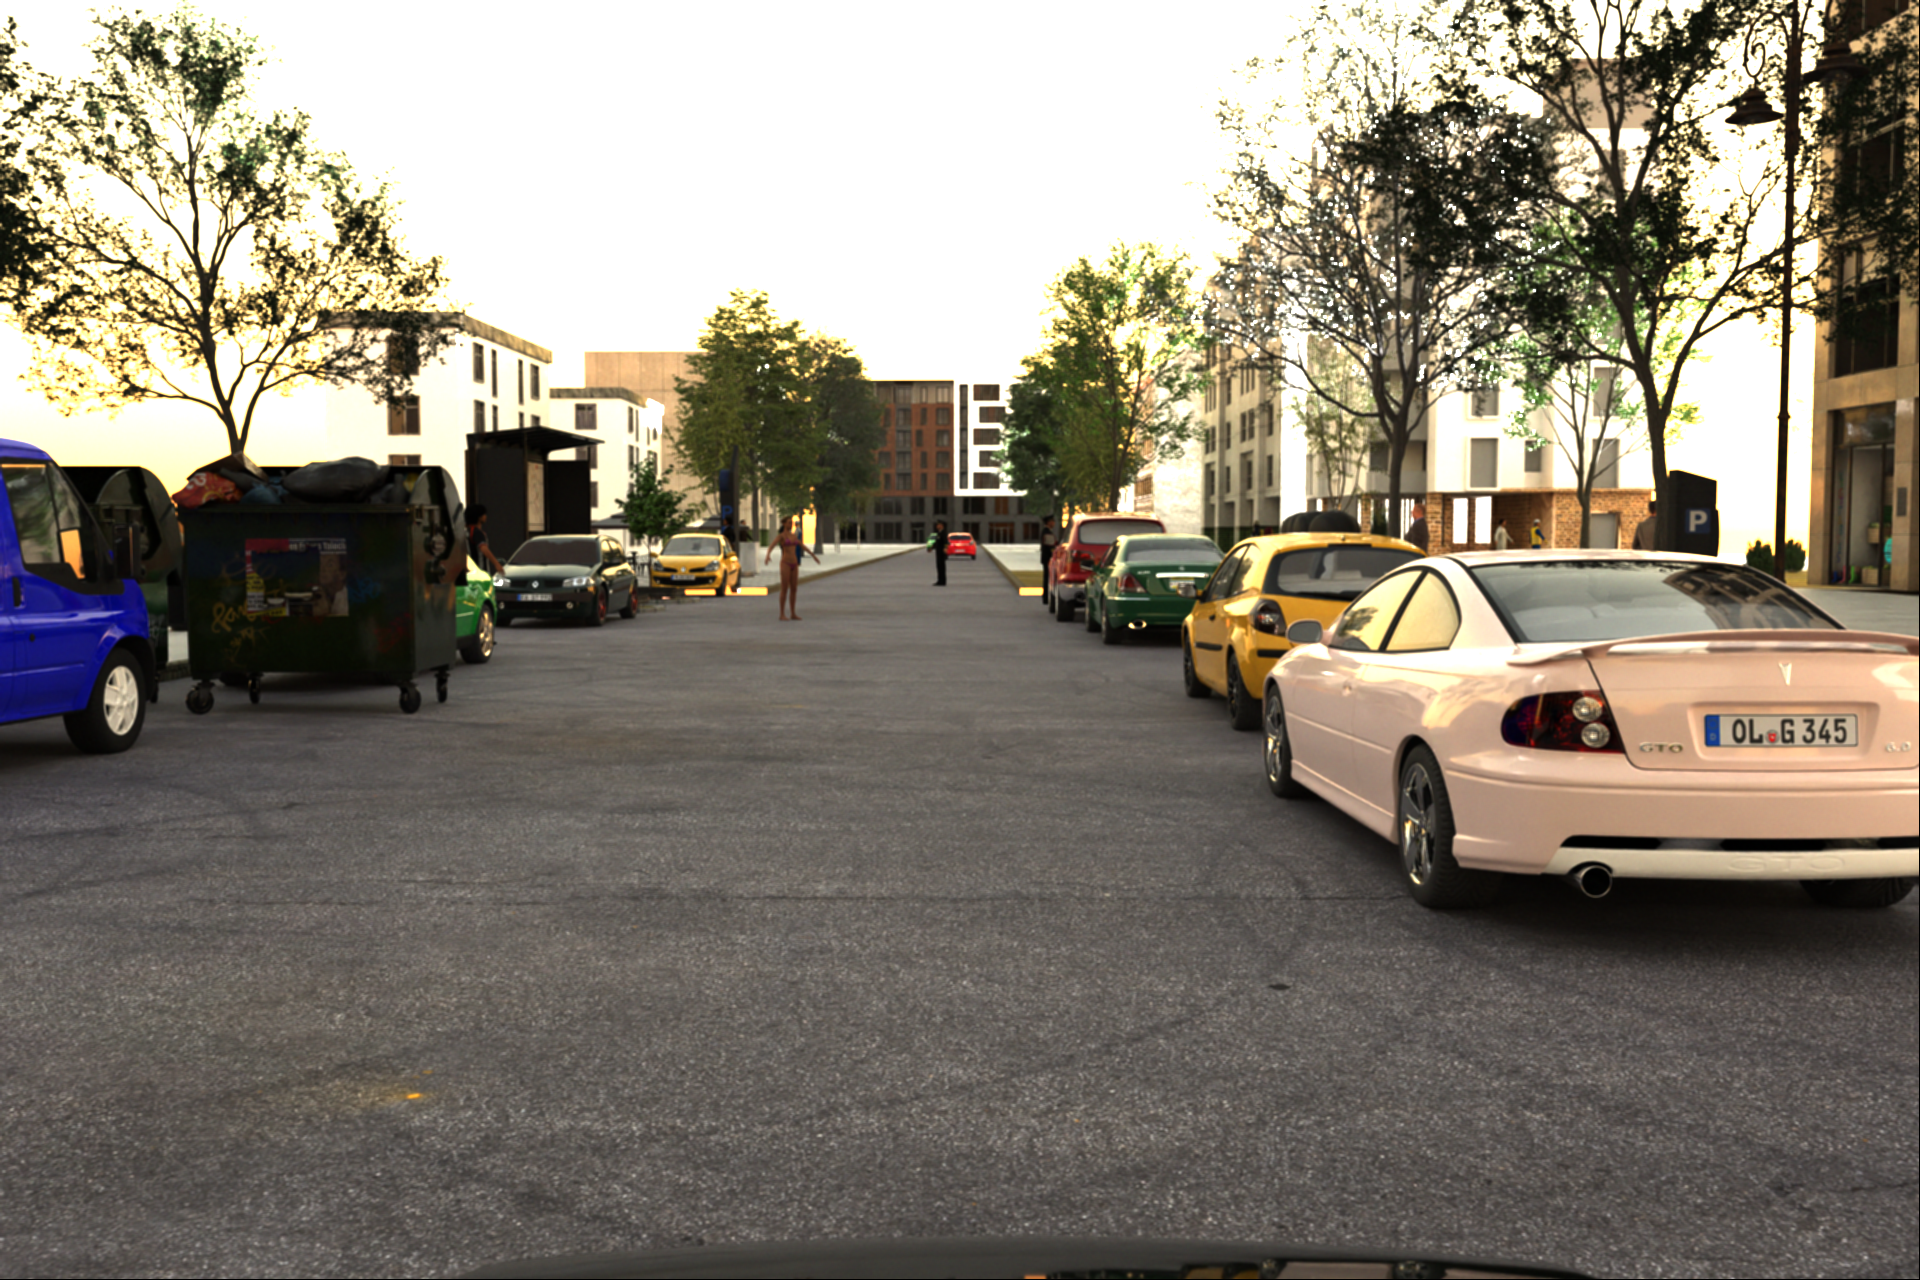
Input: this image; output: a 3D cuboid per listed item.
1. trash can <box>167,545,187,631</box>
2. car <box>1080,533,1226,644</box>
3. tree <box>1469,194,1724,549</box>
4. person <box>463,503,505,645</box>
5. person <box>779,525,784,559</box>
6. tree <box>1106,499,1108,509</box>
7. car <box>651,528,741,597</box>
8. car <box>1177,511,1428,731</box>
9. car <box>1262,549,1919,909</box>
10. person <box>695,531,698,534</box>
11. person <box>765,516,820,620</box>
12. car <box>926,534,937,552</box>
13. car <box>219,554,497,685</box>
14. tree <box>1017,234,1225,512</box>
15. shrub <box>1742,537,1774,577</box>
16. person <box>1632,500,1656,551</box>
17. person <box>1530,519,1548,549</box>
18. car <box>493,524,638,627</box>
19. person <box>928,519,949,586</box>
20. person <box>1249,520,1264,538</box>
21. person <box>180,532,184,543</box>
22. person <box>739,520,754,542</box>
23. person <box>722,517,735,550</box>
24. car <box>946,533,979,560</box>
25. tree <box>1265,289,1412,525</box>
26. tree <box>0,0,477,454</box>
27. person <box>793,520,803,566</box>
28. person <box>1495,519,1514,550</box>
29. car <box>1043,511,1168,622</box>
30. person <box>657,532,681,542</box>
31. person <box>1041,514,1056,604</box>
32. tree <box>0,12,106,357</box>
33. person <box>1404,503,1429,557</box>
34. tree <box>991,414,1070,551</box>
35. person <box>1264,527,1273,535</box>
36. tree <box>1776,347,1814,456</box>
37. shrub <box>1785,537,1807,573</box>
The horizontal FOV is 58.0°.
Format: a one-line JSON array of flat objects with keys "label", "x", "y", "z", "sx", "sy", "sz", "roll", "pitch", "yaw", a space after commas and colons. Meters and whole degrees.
[{"label": "trash can", "x": -10.272, "y": -0.698, "z": 23.059, "sx": 0.748, "sy": 1.137, "sz": 0.748, "roll": 0, "pitch": 3, "yaw": 0}, {"label": "car", "x": 2.762, "y": -0.742, "z": 23.937, "sx": 2.131, "sy": 1.459, "sz": 4.920, "roll": 0, "pitch": 4, "yaw": 0}, {"label": "tree", "x": 19.174, "y": -7.774, "z": 52.858, "sx": 9.928, "sy": 11.665, "sz": 9.643, "roll": 0, "pitch": 3, "yaw": 0}, {"label": "person", "x": -6.195, "y": -0.840, "z": 22.337, "sx": 0.704, "sy": 1.843, "sz": 1.345, "roll": -2, "pitch": 4, "yaw": -34}, {"label": "person", "x": -5.658, "y": -3.060, "z": 56.254, "sx": 0.704, "sy": 1.802, "sz": 1.346, "roll": 1, "pitch": 4, "yaw": 10}, {"label": "tree", "x": 21.366, "y": -17.188, "z": 231.385, "sx": 4.360, "sy": 8.622, "sz": 3.978, "roll": 0, "pitch": 3, "yaw": 0}, {"label": "car", "x": -6.224, "y": -1.875, "z": 40.878, "sx": 2.015, "sy": 1.641, "sz": 3.980, "roll": 0, "pitch": 3, "yaw": 0}, {"label": "car", "x": 2.832, "y": -0.234, "z": 14.050, "sx": 2.015, "sy": 1.641, "sz": 3.980, "roll": 0, "pitch": 4, "yaw": 0}, {"label": "car", "x": 2.654, "y": 0.266, "z": 8.013, "sx": 2.083, "sy": 1.381, "sz": 4.827, "roll": 0, "pitch": 4, "yaw": -1}, {"label": "person", "x": -12.152, "y": -4.309, "z": 79.721, "sx": 0.991, "sy": 1.433, "sz": 0.599, "roll": 0, "pitch": 4, "yaw": 5}, {"label": "person", "x": -2.801, "y": -1.198, "z": 28.848, "sx": 0.721, "sy": 1.733, "sz": 1.217, "roll": 3, "pitch": 5, "yaw": 41}, {"label": "car", "x": -1.748, "y": -8.030, "z": 140.089, "sx": 1.959, "sy": 1.807, "sz": 4.718, "roll": 0, "pitch": 4, "yaw": 0}, {"label": "car", "x": -6.144, "y": -0.554, "z": 17.859, "sx": 1.959, "sy": 1.807, "sz": 4.718, "roll": 0, "pitch": 4, "yaw": 0}, {"label": "tree", "x": 5.465, "y": -8.225, "z": 60.231, "sx": 9.928, "sy": 11.665, "sz": 9.643, "roll": 0, "pitch": 3, "yaw": 0}, {"label": "shrub", "x": 20.873, "y": -2.086, "z": 45.229, "sx": 1.383, "sy": 1.207, "sz": 1.383, "roll": 0, "pitch": 3, "yaw": 0}, {"label": "person", "x": 9.827, "y": -1.075, "z": 24.154, "sx": 0.750, "sy": 1.759, "sz": 0.617, "roll": 0, "pitch": 4, "yaw": -4}, {"label": "person", "x": 21.474, "y": -3.576, "z": 64.439, "sx": 0.705, "sy": 1.833, "sz": 1.349, "roll": 0, "pitch": 4, "yaw": -7}, {"label": "car", "x": -6.384, "y": -1.119, "z": 28.075, "sx": 2.009, "sy": 1.686, "sz": 4.222, "roll": 0, "pitch": 4, "yaw": 0}, {"label": "person", "x": -0.555, "y": -2.431, "z": 48.132, "sx": 0.705, "sy": 1.837, "sz": 1.347, "roll": -1, "pitch": 4, "yaw": -20}, {"label": "person", "x": 12.435, "y": -4.092, "z": 72.686, "sx": 0.705, "sy": 1.856, "sz": 1.354, "roll": 3, "pitch": 5, "yaw": 42}, {"label": "person", "x": -14.502, "y": -1.547, "z": 31.377, "sx": 1.344, "sy": 1.819, "sz": 0.704, "roll": -1, "pitch": 4, "yaw": -12}, {"label": "person", "x": -8.113, "y": -3.595, "z": 64.919, "sx": 0.704, "sy": 1.812, "sz": 1.346, "roll": 2, "pitch": 4, "yaw": 24}, {"label": "person", "x": -6.292, "y": -2.426, "z": 46.387, "sx": 0.721, "sy": 1.740, "sz": 1.216, "roll": 1, "pitch": 4, "yaw": 15}, {"label": "car", "x": -0.014, "y": -5.424, "z": 97.719, "sx": 2.155, "sy": 1.783, "sz": 4.494, "roll": 0, "pitch": 4, "yaw": 0}, {"label": "tree", "x": 10.649, "y": -6.017, "z": 48.739, "sx": 4.360, "sy": 8.622, "sz": 3.978, "roll": 0, "pitch": 3, "yaw": 0}, {"label": "tree", "x": -12.288, "y": -5.815, "z": 29.488, "sx": 7.601, "sy": 10.594, "sz": 8.767, "roll": 3, "pitch": 5, "yaw": 43}, {"label": "person", "x": -6.540, "y": -3.877, "z": 69.246, "sx": 0.705, "sy": 1.847, "sz": 1.347, "roll": 1, "pitch": 4, "yaw": 19}, {"label": "person", "x": 19.149, "y": -3.360, "z": 61.118, "sx": 0.705, "sy": 1.806, "sz": 1.347, "roll": 3, "pitch": 5, "yaw": 43}, {"label": "car", "x": 2.597, "y": -1.295, "z": 29.844, "sx": 2.281, "sy": 1.827, "sz": 5.304, "roll": 0, "pitch": 4, "yaw": 1}, {"label": "person", "x": -12.690, "y": -4.287, "z": 76.218, "sx": 1.348, "sy": 1.813, "sz": 0.705, "roll": -2, "pitch": 4, "yaw": -35}, {"label": "person", "x": 1.837, "y": -1.651, "z": 35.389, "sx": 0.705, "sy": 1.837, "sz": 1.347, "roll": 0, "pitch": 4, "yaw": -3}, {"label": "tree", "x": -12.477, "y": -5.076, "z": 17.413, "sx": 7.601, "sy": 10.594, "sz": 8.767, "roll": 0, "pitch": 3, "yaw": 0}, {"label": "person", "x": 7.073, "y": -1.246, "z": 26.967, "sx": 0.434, "sy": 1.755, "sz": 0.990, "roll": 1, "pitch": 4, "yaw": 23}, {"label": "tree", "x": 6.325, "y": -12.421, "z": 128.847, "sx": 9.928, "sy": 11.665, "sz": 9.643, "roll": 0, "pitch": 3, "yaw": 0}, {"label": "person", "x": 6.674, "y": -1.705, "z": 37.089, "sx": 0.599, "sy": 1.438, "sz": 0.989, "roll": 1, "pitch": 4, "yaw": 14}, {"label": "tree", "x": 28.833, "y": -6.414, "z": 55.238, "sx": 4.360, "sy": 8.622, "sz": 3.978, "roll": 0, "pitch": 3, "yaw": 0}, {"label": "shrub", "x": 27.666, "y": -2.843, "z": 57.602, "sx": 1.383, "sy": 1.207, "sz": 1.383, "roll": 0, "pitch": 3, "yaw": 0}]
